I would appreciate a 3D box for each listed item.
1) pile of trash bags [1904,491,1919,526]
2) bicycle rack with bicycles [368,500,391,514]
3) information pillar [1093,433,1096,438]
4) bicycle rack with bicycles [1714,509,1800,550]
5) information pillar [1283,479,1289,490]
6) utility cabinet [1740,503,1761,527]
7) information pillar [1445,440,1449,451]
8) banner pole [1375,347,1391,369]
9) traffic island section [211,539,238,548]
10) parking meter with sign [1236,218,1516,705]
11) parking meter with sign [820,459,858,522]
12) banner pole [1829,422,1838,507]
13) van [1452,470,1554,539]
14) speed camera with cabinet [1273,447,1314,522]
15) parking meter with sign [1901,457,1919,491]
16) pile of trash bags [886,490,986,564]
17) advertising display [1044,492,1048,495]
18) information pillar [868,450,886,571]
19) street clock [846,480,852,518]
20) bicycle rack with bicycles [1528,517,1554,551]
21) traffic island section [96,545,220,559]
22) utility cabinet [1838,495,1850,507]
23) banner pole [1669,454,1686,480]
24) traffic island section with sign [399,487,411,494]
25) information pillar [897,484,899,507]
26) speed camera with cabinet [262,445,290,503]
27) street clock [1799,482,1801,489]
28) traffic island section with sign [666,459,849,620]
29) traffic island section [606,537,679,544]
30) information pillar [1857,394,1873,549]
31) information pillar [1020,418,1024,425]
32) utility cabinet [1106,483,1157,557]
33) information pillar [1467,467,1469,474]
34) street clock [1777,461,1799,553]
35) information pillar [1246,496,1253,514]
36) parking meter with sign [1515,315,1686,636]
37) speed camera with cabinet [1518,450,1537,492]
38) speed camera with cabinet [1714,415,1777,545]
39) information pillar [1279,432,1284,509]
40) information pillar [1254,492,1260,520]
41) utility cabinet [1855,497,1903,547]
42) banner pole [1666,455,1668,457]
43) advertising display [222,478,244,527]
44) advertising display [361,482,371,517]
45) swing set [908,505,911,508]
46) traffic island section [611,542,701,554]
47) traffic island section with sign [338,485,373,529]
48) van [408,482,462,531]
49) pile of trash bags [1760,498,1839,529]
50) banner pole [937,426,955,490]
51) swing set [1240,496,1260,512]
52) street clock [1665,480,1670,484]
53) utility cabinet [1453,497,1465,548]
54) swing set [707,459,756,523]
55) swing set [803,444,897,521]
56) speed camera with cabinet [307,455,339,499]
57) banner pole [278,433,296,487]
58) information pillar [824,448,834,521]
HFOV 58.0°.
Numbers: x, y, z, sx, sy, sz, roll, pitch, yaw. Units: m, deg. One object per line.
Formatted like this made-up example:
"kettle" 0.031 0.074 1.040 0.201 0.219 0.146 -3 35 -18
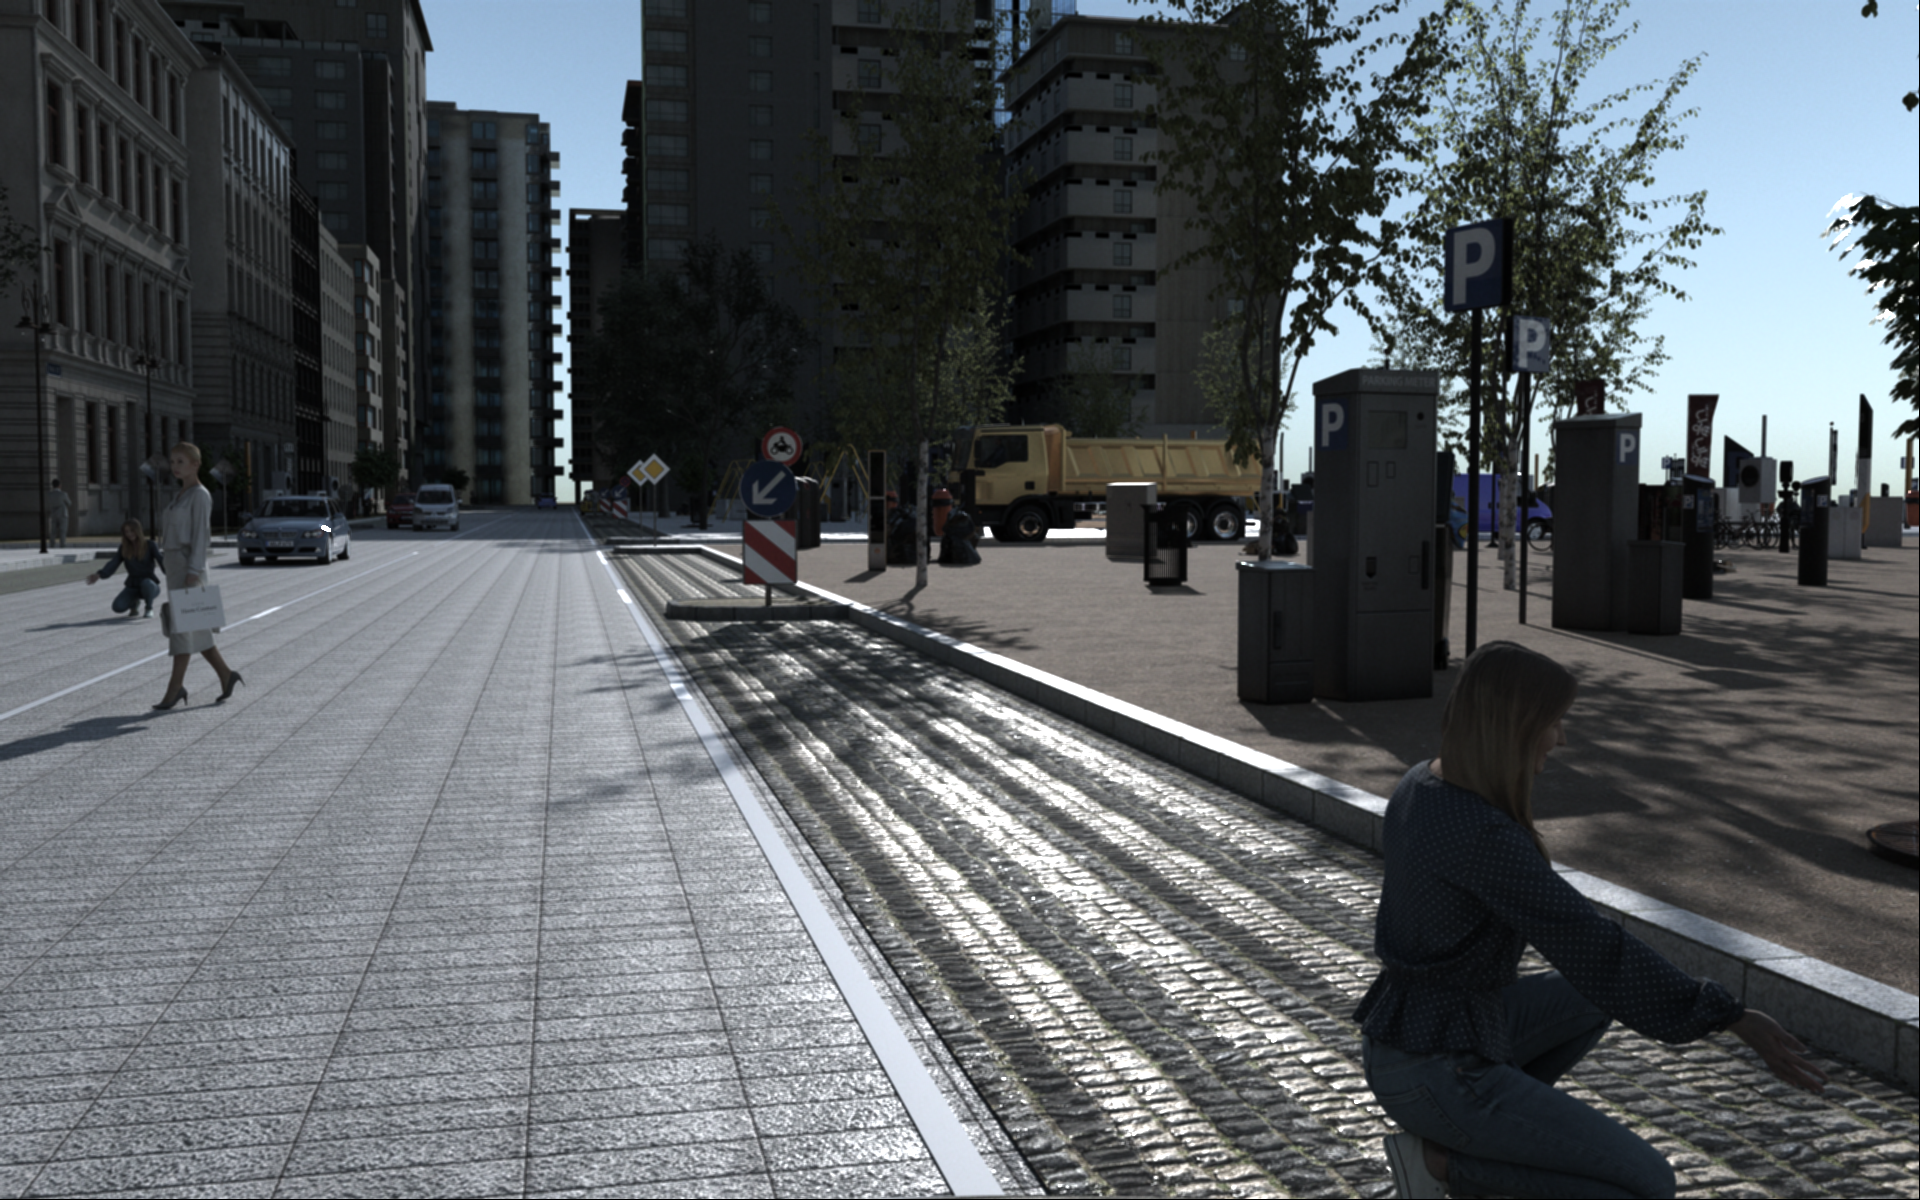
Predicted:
"pile of trash bags" 26.052 -2.175 45.319 3.447 1.369 1.912 -1 4 -23
"bicycle rack with bicycles" -38.059 -6.141 113.780 2.852 0.926 2.925 -1 4 -17
"information pillar" 5.253 -4.636 67.156 0.183 3.616 0.504 1 4 16
"bicycle rack with bicycles" 18.602 -1.682 40.880 2.925 0.926 2.852 0 4 1
"information pillar" 16.346 -5.036 86.838 0.304 2.012 0.304 1 4 9
"utility cabinet" 30.371 -3.556 66.813 0.318 1.500 1.173 -1 4 -20
"information pillar" 21.144 -5.120 75.068 0.183 3.616 0.504 3 5 45
"banner pole" 7.279 -2.439 29.894 0.401 3.779 0.863 0 4 -4
"traffic island section" -20.227 -1.553 47.668 2.009 0.180 2.903 -1 4 -13
"parking meter with sign" 2.586 -0.895 10.888 1.738 3.016 0.543 -2 4 -25
"parking meter with sign" -5.558 -5.069 79.145 1.738 3.016 0.543 0 4 8
"banner pole" 30.141 -4.271 59.841 0.401 3.779 0.863 1 4 10
"van" 14.945 -2.867 51.266 5.245 2.365 2.240 -1 4 -13
"speed camera with cabinet" 13.972 -4.789 72.628 2.038 3.252 0.660 1 4 18
"parking meter with sign" 44.316 -5.163 80.676 0.543 3.016 1.738 1 4 15
"pile of trash bags" -0.480 -1.436 33.233 1.912 1.369 3.447 0 4 4
"advertising display" 3.670 -3.750 66.518 0.974 1.923 0.123 -1 4 -22
"information pillar" -1.387 -1.496 28.958 0.304 2.012 0.304 0 4 -4
"street clock" -5.893 -5.328 91.690 0.358 2.002 0.471 -2 4 -29
"bicycle rack with bicycles" 14.678 -1.573 39.095 2.925 0.926 2.852 3 5 41
"traffic island section" -18.448 -1.077 39.883 2.009 0.180 2.903 -1 4 -13
"utility cabinet" 52.875 -5.632 103.244 1.020 1.237 0.306 -1 4 -13
"banner pole" 44.491 -7.174 107.304 0.401 3.779 0.863 -3 5 -42
"traffic island section with sign" -31.576 -5.511 98.739 1.989 1.847 2.006 -1 4 -13
"information pillar" -3.690 -6.322 107.863 0.304 2.012 0.304 3 5 43
"speed camera with cabinet" -27.089 -4.545 68.639 0.660 3.252 2.038 0 4 -6
"street clock" 46.864 -5.659 97.097 0.471 2.002 0.358 3 4 37
"traffic island section with sign" -2.454 -0.725 20.485 1.989 1.847 2.006 -1 4 -13
"traffic island section" -9.218 -1.706 50.169 2.009 0.180 2.903 -1 4 -13
"information pillar" 21.079 -2.999 40.383 0.183 3.616 0.504 0 4 2
"information pillar" 1.925 -3.806 53.576 0.183 3.616 0.504 1 4 10
"utility cabinet" 3.449 -1.610 35.007 0.318 1.500 1.173 -3 4 -38
"information pillar" 38.039 -8.425 129.103 0.504 3.616 0.183 0 4 -5
"street clock" 18.052 -2.037 37.881 0.358 2.002 0.471 2 4 30
"information pillar" 18.371 -7.241 109.741 0.504 3.616 0.183 2 4 27
"parking meter with sign" 6.013 -1.230 16.373 0.543 3.016 1.738 -2 4 -32
"speed camera with cabinet" 25.663 -5.096 77.656 0.660 3.252 2.038 -1 4 -11
"speed camera with cabinet" 19.690 -3.037 43.993 0.660 3.252 2.038 -2 4 -24
"information pillar" 12.162 -4.536 65.523 0.183 3.616 0.504 1 4 15
"information pillar" 14.860 -5.015 86.484 0.304 2.012 0.304 1 4 22
"utility cabinet" 22.543 -1.918 42.529 1.020 1.237 0.306 1 4 17
"banner pole" 45.731 -7.430 111.494 0.863 3.779 0.401 2 4 29
"advertising display" -28.369 -3.816 67.603 0.974 1.923 0.123 1 4 22
"advertising display" -33.118 -5.588 96.570 0.123 1.923 0.974 0 4 3
"swing set" -3.980 -5.795 92.362 2.862 2.851 3.119 -1 4 -10
"traffic island section" -7.439 -1.230 42.384 2.009 0.180 2.903 -1 4 -13
"traffic island section with sign" -25.403 -3.859 71.726 1.989 1.847 2.006 -1 4 -13
"van" -20.543 -3.724 67.898 2.013 2.044 4.112 -1 4 -15
"pile of trash bags" 30.726 -3.294 63.617 1.912 1.369 3.447 -1 4 -20
"banner pole" -0.565 -4.513 63.799 0.863 3.779 0.401 0 4 7
"swing set" 13.646 -5.257 83.568 2.862 2.851 3.119 0 4 -3
"street clock" 37.059 -5.254 90.467 0.471 2.002 0.358 -1 4 -19
"utility cabinet" 11.469 -1.842 41.285 1.020 1.237 0.306 0 4 -3
"swing set" -9.944 -4.989 79.194 2.862 2.851 3.119 -2 4 -24
"swing set" -3.700 -3.552 55.690 2.862 2.851 3.119 -1 4 -9
"speed camera with cabinet" -32.345 -5.726 87.961 0.660 3.252 2.038 1 4 11
"banner pole" -27.528 -4.938 70.752 0.401 3.779 0.863 3 5 41
"information pillar" -6.194 -5.557 82.208 0.504 3.616 0.183 0 4 2
